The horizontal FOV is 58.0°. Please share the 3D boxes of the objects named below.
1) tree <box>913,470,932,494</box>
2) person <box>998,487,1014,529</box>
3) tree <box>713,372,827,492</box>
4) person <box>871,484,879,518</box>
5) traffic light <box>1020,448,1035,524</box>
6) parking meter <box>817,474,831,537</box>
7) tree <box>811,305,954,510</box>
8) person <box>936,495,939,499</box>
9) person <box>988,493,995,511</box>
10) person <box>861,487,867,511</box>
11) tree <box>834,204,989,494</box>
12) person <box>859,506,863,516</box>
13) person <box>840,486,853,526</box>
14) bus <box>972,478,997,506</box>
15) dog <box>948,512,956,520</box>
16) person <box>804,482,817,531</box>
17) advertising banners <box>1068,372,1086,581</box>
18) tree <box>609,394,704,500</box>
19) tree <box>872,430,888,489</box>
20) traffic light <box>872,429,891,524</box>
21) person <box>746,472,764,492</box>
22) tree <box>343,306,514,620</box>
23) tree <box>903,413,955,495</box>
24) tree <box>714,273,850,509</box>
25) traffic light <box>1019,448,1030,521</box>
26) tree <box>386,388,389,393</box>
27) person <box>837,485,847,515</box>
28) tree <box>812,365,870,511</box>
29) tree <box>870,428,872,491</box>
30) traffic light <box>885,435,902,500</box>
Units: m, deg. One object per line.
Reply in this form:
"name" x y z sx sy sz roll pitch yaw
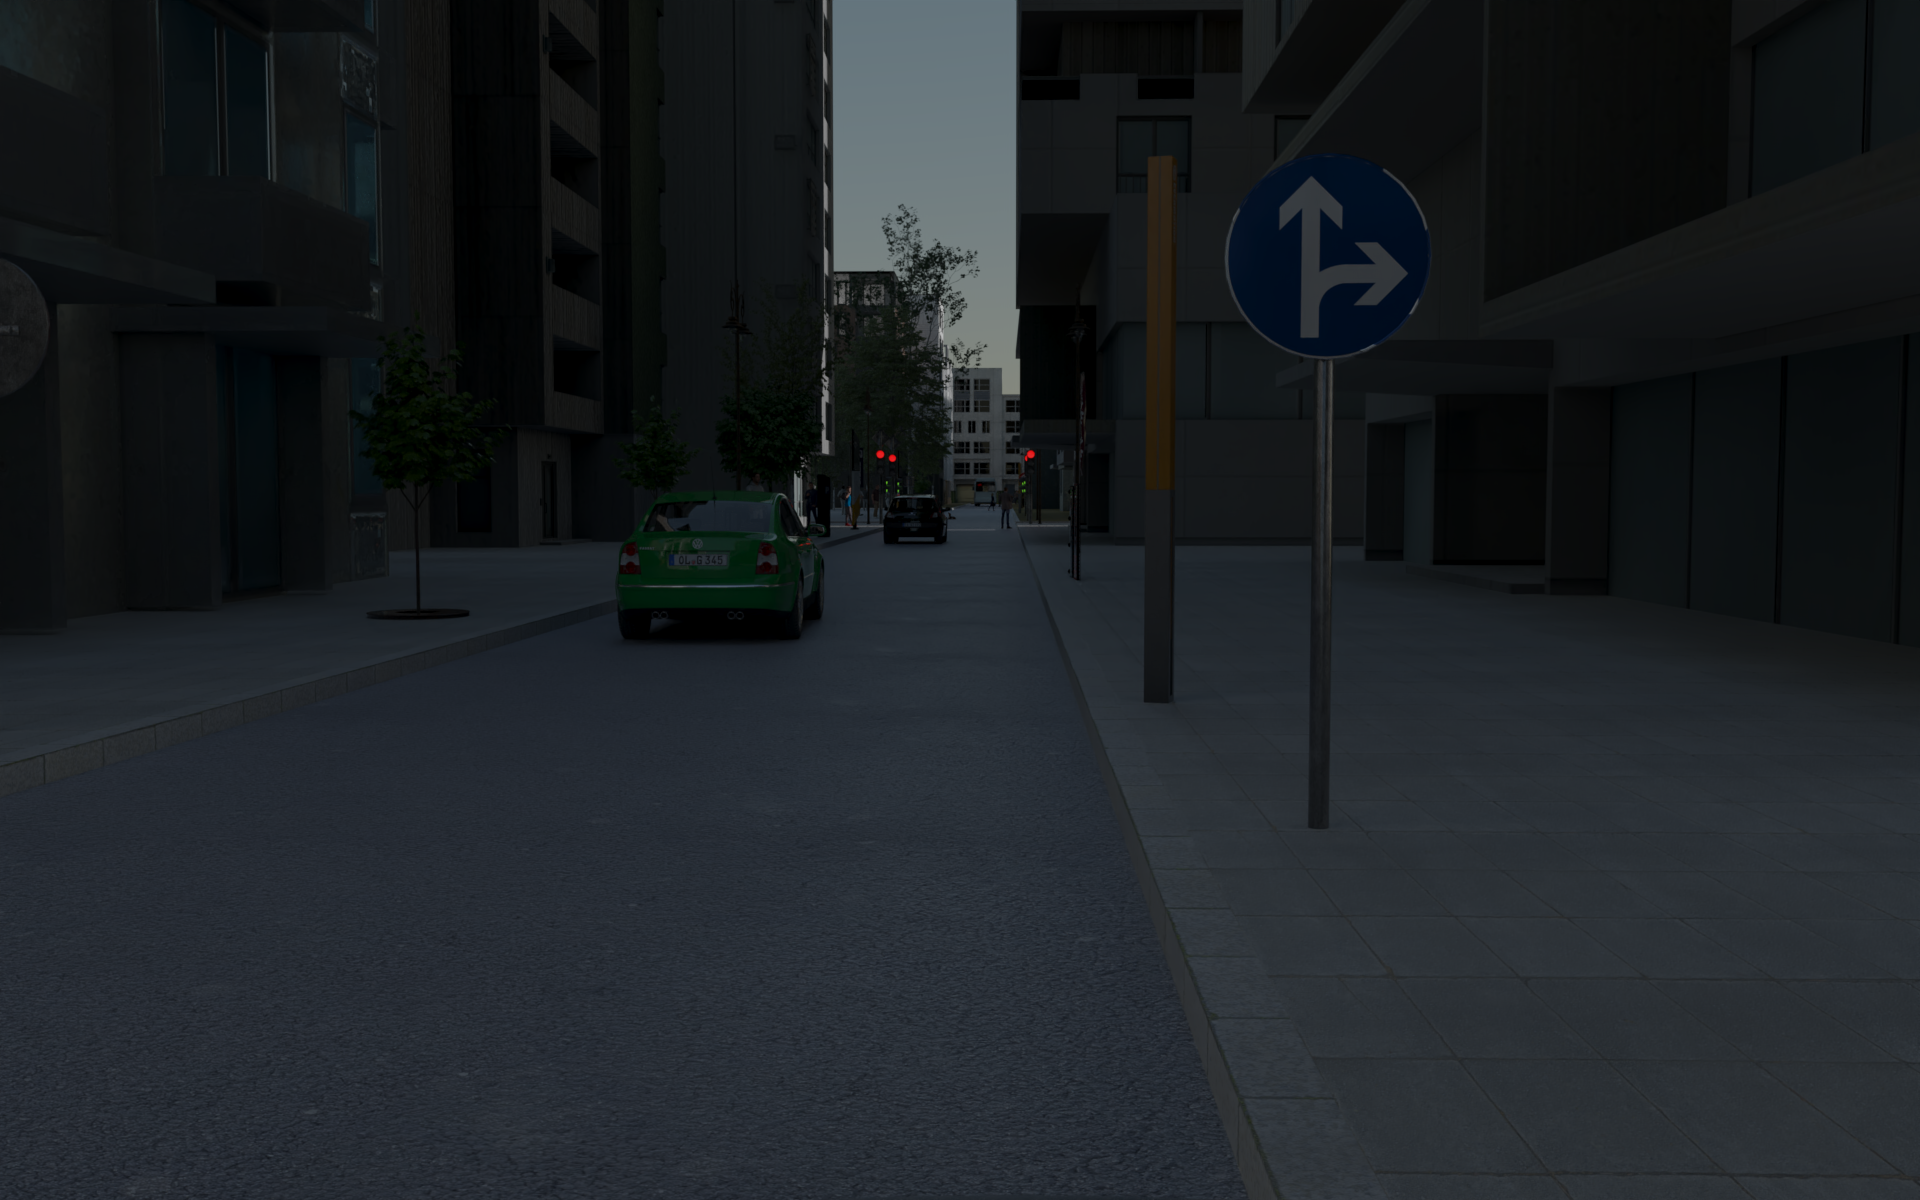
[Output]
"tree" -3.238 -8.780 138.155 1.663 3.219 1.824 0 3 0
"person" 1.919 -3.824 71.839 0.655 1.722 0.431 2 4 28
"tree" -5.182 -3.859 46.809 4.285 4.588 4.351 0 3 0
"person" -4.394 -5.206 91.282 0.598 1.807 0.434 -3 5 -42
"traffic light" 3.015 -5.224 74.339 0.839 4.253 0.868 0 4 1
"parking meter" -4.035 -2.792 51.356 0.255 1.863 0.399 2 4 29
"tree" -4.266 -11.402 104.555 7.486 12.596 7.792 0 3 0
"person" -1.454 -5.734 106.160 0.435 1.345 0.340 3 5 44
"person" 2.673 -8.274 146.316 0.613 1.512 0.480 0 4 2
"person" -7.099 -7.589 130.253 0.598 1.807 0.434 2 4 27
"tree" -4.293 -15.913 116.058 12.611 20.169 13.585 0 3 0
"person" -6.137 -5.407 102.740 0.859 0.850 0.655 -1 4 -21
"person" -4.440 -3.747 69.169 0.662 1.594 0.647 -1 4 -9
"bus" 2.963 -12.923 206.149 2.948 3.499 13.247 0 3 0
"dog" -0.504 -4.722 97.391 0.550 0.427 0.748 -1 4 -13
"person" -5.216 -3.288 60.725 0.541 1.710 0.530 2 4 33
"advertising banners" 1.746 -1.815 25.860 0.090 3.025 2.074 0 4 -1
"tree" -5.948 -2.391 33.696 1.663 3.219 1.824 0 3 0
"tree" -7.864 -12.267 150.925 4.360 8.622 3.978 0 3 0
"traffic light" -3.384 -5.234 74.489 0.839 4.253 0.868 0 4 1
"person" -4.898 -2.176 41.763 0.789 1.805 0.875 3 5 41
"tree" -5.638 -1.426 17.916 1.663 3.219 1.824 0 3 0
"tree" -2.642 -12.403 153.147 4.737 8.622 4.395 0 3 0
"tree" -5.778 -6.526 57.067 4.737 8.622 4.395 0 3 0
"traffic light" 3.223 -5.713 82.321 0.839 4.253 0.868 0 4 1
"tree" -12.594 -3.032 33.289 4.285 4.588 4.351 0 3 0
"person" -7.061 -6.096 105.867 0.875 1.805 0.789 0 4 8
"tree" -7.658 -8.714 92.834 4.360 8.622 3.978 0 3 0
"tree" -9.581 -11.269 134.612 4.360 8.622 3.978 0 3 0
"traffic light" -3.176 -5.722 82.471 0.839 4.253 0.868 0 4 1
